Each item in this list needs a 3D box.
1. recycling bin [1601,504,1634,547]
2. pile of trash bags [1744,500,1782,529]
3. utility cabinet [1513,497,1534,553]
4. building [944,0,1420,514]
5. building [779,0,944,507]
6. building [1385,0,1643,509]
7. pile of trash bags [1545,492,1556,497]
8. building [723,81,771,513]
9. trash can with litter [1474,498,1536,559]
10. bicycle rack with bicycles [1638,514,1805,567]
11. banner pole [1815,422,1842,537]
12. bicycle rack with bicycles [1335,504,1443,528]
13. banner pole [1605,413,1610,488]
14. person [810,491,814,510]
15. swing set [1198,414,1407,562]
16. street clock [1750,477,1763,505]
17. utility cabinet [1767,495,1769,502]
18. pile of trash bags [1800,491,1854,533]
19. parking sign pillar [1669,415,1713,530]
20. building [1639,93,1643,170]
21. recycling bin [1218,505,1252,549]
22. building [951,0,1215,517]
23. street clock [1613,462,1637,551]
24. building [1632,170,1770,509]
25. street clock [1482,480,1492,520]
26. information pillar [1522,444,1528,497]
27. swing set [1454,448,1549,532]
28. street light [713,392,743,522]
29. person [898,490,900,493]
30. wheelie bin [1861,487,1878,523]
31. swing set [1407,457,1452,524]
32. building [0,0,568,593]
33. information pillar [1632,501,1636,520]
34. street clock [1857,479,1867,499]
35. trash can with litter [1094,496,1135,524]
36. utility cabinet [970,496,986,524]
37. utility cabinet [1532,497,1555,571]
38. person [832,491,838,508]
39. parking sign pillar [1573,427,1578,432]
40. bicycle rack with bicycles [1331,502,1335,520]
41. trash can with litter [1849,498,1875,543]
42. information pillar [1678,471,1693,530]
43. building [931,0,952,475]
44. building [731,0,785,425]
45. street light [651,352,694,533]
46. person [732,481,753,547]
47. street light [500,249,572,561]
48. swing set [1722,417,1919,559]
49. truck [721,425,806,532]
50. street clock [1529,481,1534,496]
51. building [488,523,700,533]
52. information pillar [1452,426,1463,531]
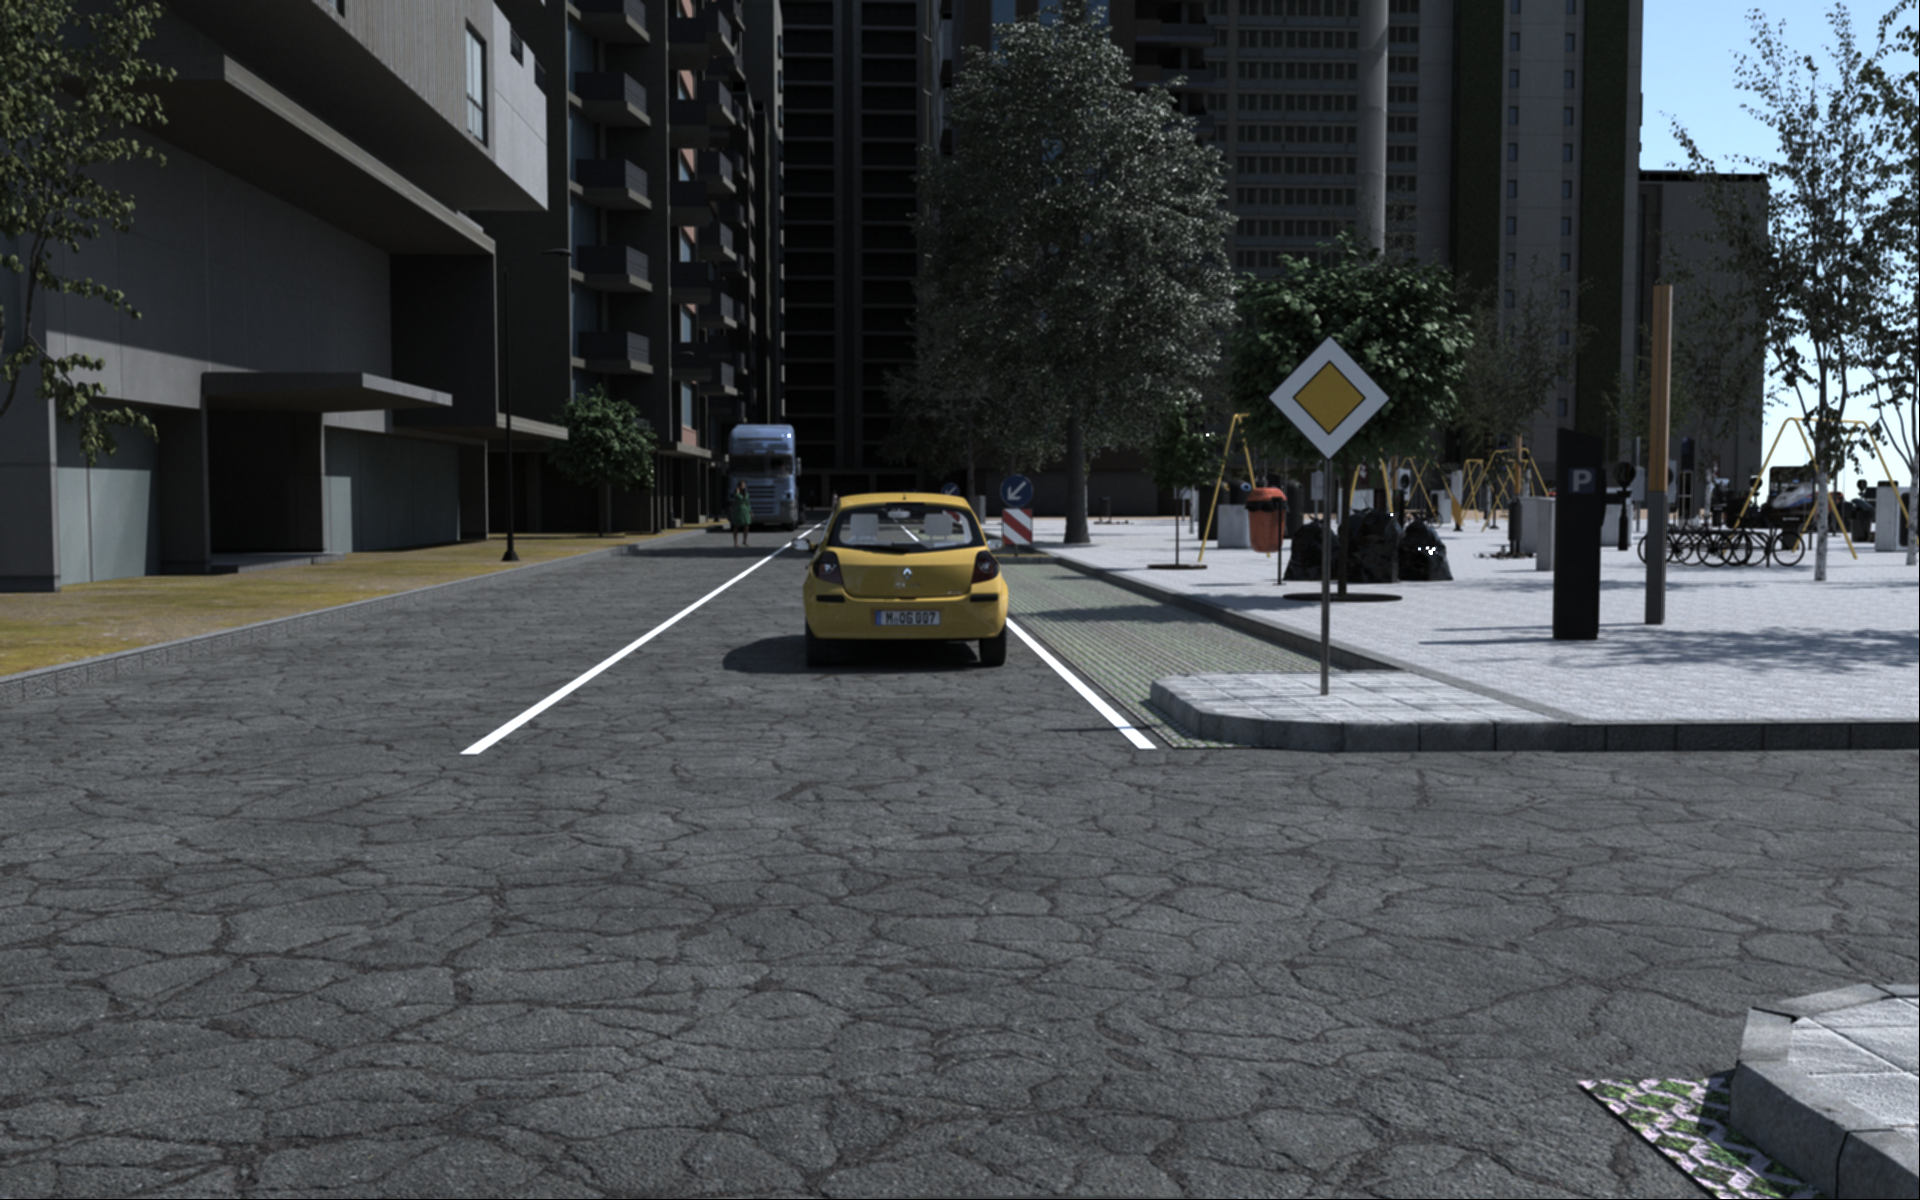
[{"bbox_3d":[16.179,-1.841,42.662,0.722,1.027,0.722,2,4,24],"label":"recycling bin"},{"bbox_3d":[31.078,-3.344,64.432,3.447,1.369,1.912,0,4,5],"label":"pile of trash bags"},{"bbox_3d":[12.619,-1.633,37.865,1.020,1.237,0.306,1,4,17],"label":"utility cabinet"},{"bbox_3d":[15.101,-26.382,123.219,32.217,40.220,23.993,0,4,-3],"label":"building"},{"bbox_3d":[-8.597,-45.293,178.799,20.611,71.187,20.563,0,4,-3],"label":"building"},{"bbox_3d":[42.497,-37.375,153.080,28.212,58.520,21.231,0,4,-3],"label":"building"},{"bbox_3d":[28.688,-4.284,79.798,3.447,1.369,1.912,2,4,25],"label":"pile of trash bags"},{"bbox_3d":[-20.734,-21.387,121.384,14.160,30.474,14.107,0,4,-3],"label":"building"},{"bbox_3d":[10.983,-1.459,34.912,1.678,1.210,2.233,2,4,32],"label":"trash can with litter"},{"bbox_3d":[13.638,-1.092,31.231,2.925,0.926,2.852,1,4,14],"label":"bicycle rack with bicycles"},{"bbox_3d":[26.217,-3.810,52.316,0.401,3.779,0.863,-3,5,-45],"label":"banner pole"},{"bbox_3d":[16.250,-3.158,65.019,2.852,0.926,2.925,-2,4,-29],"label":"bicycle rack with bicycles"},{"bbox_3d":[20.121,-3.906,53.886,0.401,3.779,0.863,1,4,23],"label":"banner pole"},{"bbox_3d":[-13.527,-9.045,157.116,0.721,1.736,1.217,-1,4,-10],"label":"person"},{"bbox_3d":[6.431,-2.174,33.170,3.119,2.851,2.862,3,4,38],"label":"swing set"},{"bbox_3d":[33.946,-4.241,73.903,0.471,2.002,0.358,-1,4,-12],"label":"street clock"},{"bbox_3d":[41.001,-4.624,86.760,1.020,1.237,0.306,0,4,8],"label":"utility cabinet"},{"bbox_3d":[28.714,-2.932,57.693,1.912,1.369,3.447,2,4,30],"label":"pile of trash bags"},{"bbox_3d":[24.848,-4.305,58.865,1.447,3.967,1.447,2,4,33],"label":"parking sign pillar"},{"bbox_3d":[60.554,-30.345,179.741,14.086,41.232,14.154,0,4,-3],"label":"building"},{"bbox_3d":[6.557,-1.741,41.018,0.722,1.027,0.722,2,4,29],"label":"recycling bin"},{"bbox_3d":[6.755,-27.728,103.464,14.600,45.320,14.200,0,4,-3],"label":"building"},{"bbox_3d":[15.078,-2.126,39.326,0.471,2.002,0.358,2,4,30],"label":"street clock"},{"bbox_3d":[63.447,-23.651,158.389,14.107,30.474,14.160,0,4,-3],"label":"building"},{"bbox_3d":[26.432,-5.035,86.884,0.358,2.002,0.471,-1,4,-18],"label":"street clock"},{"bbox_3d":[26.134,-5.429,80.123,0.183,3.616,0.504,0,4,-1],"label":"information pillar"},{"bbox_3d":[19.217,-3.839,60.388,2.862,2.851,3.119,0,4,-1],"label":"swing set"},{"bbox_3d":[-10.609,-6.528,79.268,1.470,5.913,1.316,0,4,-3],"label":"street light"},{"bbox_3d":[-4.592,-7.513,132.061,1.217,1.743,0.721,-1,4,-20],"label":"person"},{"bbox_3d":[40.850,-4.259,77.537,0.980,1.594,0.693,3,5,39],"label":"wheelie bin"},{"bbox_3d":[18.998,-4.522,71.554,2.862,2.851,3.119,0,4,-5],"label":"swing set"},{"bbox_3d":[-23.529,-27.117,32.595,28.713,52.752,27.495,0,4,-3],"label":"building"},{"bbox_3d":[32.998,-4.926,85.027,0.304,2.012,0.304,0,4,3],"label":"information pillar"},{"bbox_3d":[44.628,-4.964,85.729,0.471,2.002,0.358,-2,4,-26],"label":"street clock"},{"bbox_3d":[6.609,-3.858,74.134,2.233,1.210,1.678,-2,4,-25],"label":"trash can with litter"},{"bbox_3d":[0.765,-3.884,74.669,0.306,1.237,1.020,-2,4,-25],"label":"utility cabinet"},{"bbox_3d":[10.119,-1.096,29.075,1.020,1.237,0.306,-2,4,-34],"label":"utility cabinet"},{"bbox_3d":[-11.734,-9.354,162.107,0.621,1.740,0.551,2,4,25],"label":"person"},{"bbox_3d":[24.922,-4.999,70.200,1.447,3.967,1.447,0,4,7],"label":"parking sign pillar"},{"bbox_3d":[19.299,-4.416,85.578,2.852,0.926,2.925,1,4,18],"label":"bicycle rack with bicycles"},{"bbox_3d":[24.103,-2.107,45.843,0.624,1.170,1.055,-2,4,-25],"label":"trash can with litter"},{"bbox_3d":[23.505,-3.159,56.148,0.304,2.012,0.304,-1,4,-8],"label":"information pillar"},{"bbox_3d":[11.435,-34.203,148.449,28.713,52.752,27.495,0,4,-3],"label":"building"},{"bbox_3d":[-26.289,-32.164,149.581,21.600,48.544,21.300,0,4,-3],"label":"building"},{"bbox_3d":[-9.413,-5.151,56.766,1.470,5.913,1.316,0,4,-3],"label":"street light"},{"bbox_3d":[-5.930,-2.336,46.948,0.600,1.795,0.529,-3,5,-43],"label":"person"},{"bbox_3d":[-8.063,-3.698,33.000,1.470,5.913,1.316,0,4,-3],"label":"street light"},{"bbox_3d":[17.940,-2.351,36.052,3.119,2.851,2.862,-3,4,-36],"label":"swing set"},{"bbox_3d":[-7.952,-5.082,72.845,2.967,4.110,18.799,0,4,-4],"label":"truck"},{"bbox_3d":[28.162,-4.971,85.840,0.358,2.002,0.471,-2,4,-35],"label":"street clock"},{"bbox_3d":[-20.696,-25.354,69.157,22.147,44.769,28.867,0,4,-3],"label":"building"},{"bbox_3d":[17.222,-4.196,59.959,0.183,3.616,0.504,-1,4,-16],"label":"information pillar"}]
